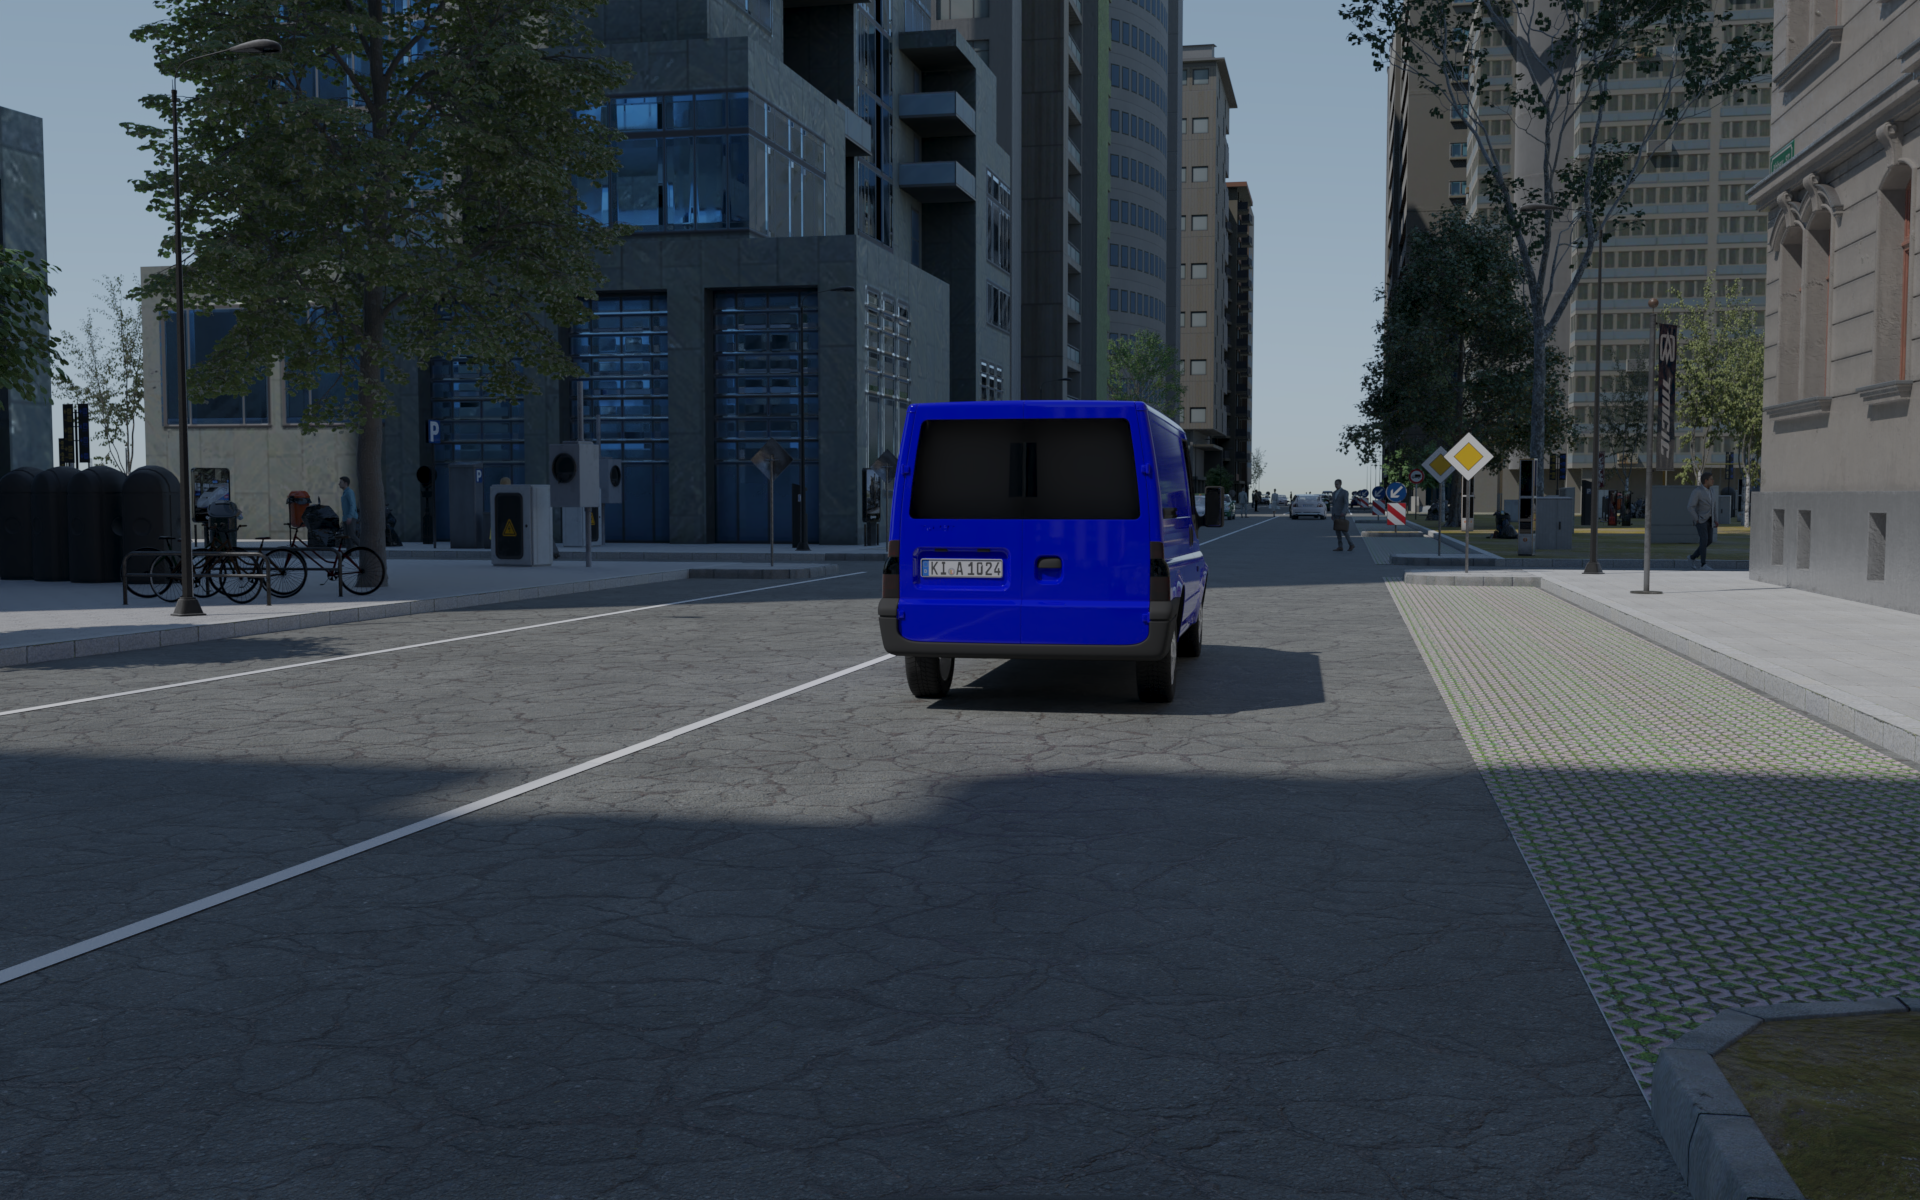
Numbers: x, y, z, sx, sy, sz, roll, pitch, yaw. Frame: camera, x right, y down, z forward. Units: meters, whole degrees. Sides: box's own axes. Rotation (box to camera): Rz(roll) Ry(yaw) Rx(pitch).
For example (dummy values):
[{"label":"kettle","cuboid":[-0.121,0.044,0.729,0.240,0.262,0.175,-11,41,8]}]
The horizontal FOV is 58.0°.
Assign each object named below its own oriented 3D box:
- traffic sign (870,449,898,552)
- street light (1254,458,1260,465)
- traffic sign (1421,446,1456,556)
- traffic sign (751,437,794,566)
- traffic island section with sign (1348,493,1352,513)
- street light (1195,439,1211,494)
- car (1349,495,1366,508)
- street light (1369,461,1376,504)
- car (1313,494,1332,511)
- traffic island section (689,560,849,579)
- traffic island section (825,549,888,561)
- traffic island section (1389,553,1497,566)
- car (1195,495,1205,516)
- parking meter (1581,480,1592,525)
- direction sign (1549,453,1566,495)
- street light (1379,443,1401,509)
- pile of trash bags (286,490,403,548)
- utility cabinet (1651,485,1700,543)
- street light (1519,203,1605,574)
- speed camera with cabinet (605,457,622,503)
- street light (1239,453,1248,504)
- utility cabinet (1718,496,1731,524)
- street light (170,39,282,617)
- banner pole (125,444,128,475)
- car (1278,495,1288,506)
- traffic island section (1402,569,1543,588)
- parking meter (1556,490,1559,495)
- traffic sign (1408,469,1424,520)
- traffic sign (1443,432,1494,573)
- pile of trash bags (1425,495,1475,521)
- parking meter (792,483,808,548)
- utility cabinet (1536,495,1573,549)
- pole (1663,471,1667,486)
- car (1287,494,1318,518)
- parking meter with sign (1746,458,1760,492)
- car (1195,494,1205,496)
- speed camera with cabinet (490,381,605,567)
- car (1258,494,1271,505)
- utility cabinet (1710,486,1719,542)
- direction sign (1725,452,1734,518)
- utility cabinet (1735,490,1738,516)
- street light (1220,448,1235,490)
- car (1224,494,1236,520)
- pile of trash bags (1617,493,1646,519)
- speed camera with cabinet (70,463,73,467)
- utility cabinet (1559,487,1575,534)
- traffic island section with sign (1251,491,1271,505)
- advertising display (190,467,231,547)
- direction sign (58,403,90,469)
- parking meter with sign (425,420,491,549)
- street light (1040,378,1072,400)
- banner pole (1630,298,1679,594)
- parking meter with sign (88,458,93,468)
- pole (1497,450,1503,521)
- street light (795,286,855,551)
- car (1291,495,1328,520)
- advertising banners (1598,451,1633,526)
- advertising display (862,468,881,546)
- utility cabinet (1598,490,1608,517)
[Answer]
[{"label":"traffic sign","cuboid":[-1.617,-2.129,38.454,0.795,2.450,0.064,1,4,12]},{"label":"street light","cuboid":[37.832,-15.440,224.987,1.470,5.913,1.316,1,4,12]},{"label":"traffic sign","cuboid":[9.948,-1.973,35.903,0.795,2.450,0.064,1,4,12]},{"label":"traffic sign","cuboid":[-3.330,-1.652,30.655,0.795,2.450,0.064,1,4,12]},{"label":"traffic island section with sign","cuboid":[31.136,-7.654,133.778,1.989,1.847,2.006,1,4,12]},{"label":"street light","cuboid":[20.271,-10.550,145.031,1.470,5.913,1.316,1,4,12]},{"label":"car","cuboid":[41.052,-10.127,178.154,1.945,1.354,3.894,1,4,12]},{"label":"street light","cuboid":[36.922,-10.970,151.899,1.470,5.913,1.316,1,4,12]},{"label":"car","cuboid":[30.212,-8.186,145.635,2.131,1.459,4.920,1,4,12]},{"label":"traffic island section","cuboid":[-3.354,-0.516,30.722,2.009,0.180,2.903,1,4,12]},{"label":"traffic island section","cuboid":[-1.641,-0.993,38.521,2.009,0.180,2.903,1,4,12]},{"label":"traffic island section","cuboid":[9.973,-0.838,35.975,2.009,0.180,2.903,1,4,12]},{"label":"car","cuboid":[10.670,-4.083,79.121,2.083,1.381,4.827,1,4,14]},{"label":"parking meter","cuboid":[25.750,-4.001,71.128,0.399,1.863,0.255,-1,4,-15]},{"label":"direction sign","cuboid":[33.231,-6.382,96.349,0.876,3.537,0.379,2,4,29]},{"label":"street light","cuboid":[30.363,-9.117,121.600,1.470,5.913,1.316,1,4,12]},{"label":"pile of trash bags","cuboid":[-15.323,-2.000,42.458,3.447,1.369,1.912,2,4,32]},{"label":"utility cabinet","cuboid":[18.475,-2.209,44.794,1.173,1.500,0.318,1,4,18]},{"label":"street light","cuboid":[9.639,-3.377,27.748,1.470,5.913,1.316,1,4,12]},{"label":"speed camera with cabinet","cuboid":[-9.016,-2.944,42.474,0.660,3.252,2.038,1,4,16]},{"label":"street light","cuboid":[31.259,-13.580,194.571,1.470,5.913,1.316,1,4,12]},{"label":"utility cabinet","cuboid":[32.512,-3.864,74.342,1.020,1.237,0.306,2,4,31]},{"label":"street light","cuboid":[-7.617,-2.779,17.978,1.470,5.913,1.316,1,4,12]},{"label":"banner pole","cuboid":[-41.487,-5.892,86.352,0.401,3.779,0.863,-3,4,-37]},{"label":"car","cuboid":[39.622,-12.349,214.262,2.083,1.381,4.827,1,4,12]},{"label":"traffic island section","cuboid":[8.260,-0.361,28.175,2.009,0.180,2.903,1,4,12]},{"label":"parking meter","cuboid":[34.204,-5.533,98.877,0.372,1.533,0.369,0,3,0]},{"label":"traffic sign","cuboid":[22.859,-5.302,86.797,0.768,2.556,0.104,1,4,15]},{"label":"traffic sign","cuboid":[8.235,-1.496,28.103,0.795,2.450,0.064,1,4,12]},{"label":"pile of trash bags","cuboid":[24.219,-4.574,84.545,1.912,1.369,3.447,3,5,41]},{"label":"parking meter","cuboid":[-3.814,-2.007,41.230,0.372,1.533,0.369,0,3,0]},{"label":"utility cabinet","cuboid":[13.689,-1.778,40.229,1.020,1.237,0.306,-1,4,-9]},{"label":"pole","cuboid":[39.437,-6.306,96.951,0.158,3.312,0.155,0,3,0]},{"label":"car","cuboid":[20.711,-5.780,104.294,2.009,1.686,4.222,1,4,11]},{"label":"parking meter with sign","cuboid":[39.207,-5.415,84.800,1.738,3.016,0.543,-2,4,-26]},{"label":"car","cuboid":[17.162,-6.996,123.188,1.959,1.807,4.718,1,4,10]},{"label":"speed camera with cabinet","cuboid":[-7.358,-2.218,30.606,2.038,3.252,0.660,2,4,27]},{"label":"car","cuboid":[38.766,-12.954,221.586,2.009,1.686,4.222,1,4,13]},{"label":"utility cabinet","cuboid":[19.343,-2.247,45.409,1.173,1.500,0.318,-2,4,-28]},{"label":"direction sign","cuboid":[41.300,-6.179,93.024,0.876,3.537,0.379,-3,5,-41]},{"label":"utility cabinet","cuboid":[44.387,-5.454,97.857,1.173,1.500,0.318,-1,4,-17]},{"label":"street light","cuboid":[26.923,-12.402,175.310,1.470,5.913,1.316,1,4,12]},{"label":"car","cuboid":[14.395,-5.202,96.854,2.131,1.459,4.920,1,4,13]},{"label":"pile of trash bags","cuboid":[35.445,-4.968,90.977,3.447,1.369,1.912,-2,4,-31]},{"label":"speed camera with cabinet","cuboid":[-32.147,-4.268,64.115,2.038,3.252,0.660,-3,5,-39]},{"label":"utility cabinet","cuboid":[19.427,-2.865,55.519,0.318,1.500,1.173,1,4,9]},{"label":"traffic island section with sign","cuboid":[37.541,-12.738,216.892,1.989,1.847,2.006,1,4,12]},{"label":"advertising display","cuboid":[-18.261,-2.265,42.239,0.123,1.923,0.974,2,4,35]},{"label":"direction sign","cuboid":[-22.133,-3.146,43.439,0.876,3.537,0.379,1,4,23]},{"label":"parking meter with sign","cuboid":[-11.604,-2.717,40.682,1.738,3.016,0.543,1,4,12]},{"label":"street light","cuboid":[3.778,-5.927,69.449,1.470,5.913,1.316,1,4,12]},{"label":"banner pole","cuboid":[9.029,-1.979,22.370,0.863,3.779,0.401,-3,5,-40]},{"label":"parking meter with sign","cuboid":[-41.610,-5.410,84.720,1.738,3.016,0.543,-1,4,-14]},{"label":"pole","cuboid":[22.637,-4.818,72.616,0.158,3.312,0.155,0,3,0]},{"label":"street light","cuboid":[-3.025,-4.061,38.941,1.470,5.913,1.316,1,4,12]},{"label":"car","cuboid":[19.808,-5.252,98.229,2.083,1.381,4.827,1,4,14]},{"label":"advertising banners","cuboid":[26.413,-4.514,69.985,0.090,3.025,2.074,-1,4,-23]},{"label":"advertising display","cuboid":[-2.189,-2.300,42.821,0.123,1.923,0.974,1,4,18]},{"label":"utility cabinet","cuboid":[35.016,-5.219,94.002,1.173,1.500,0.318,-1,4,-20]}]
